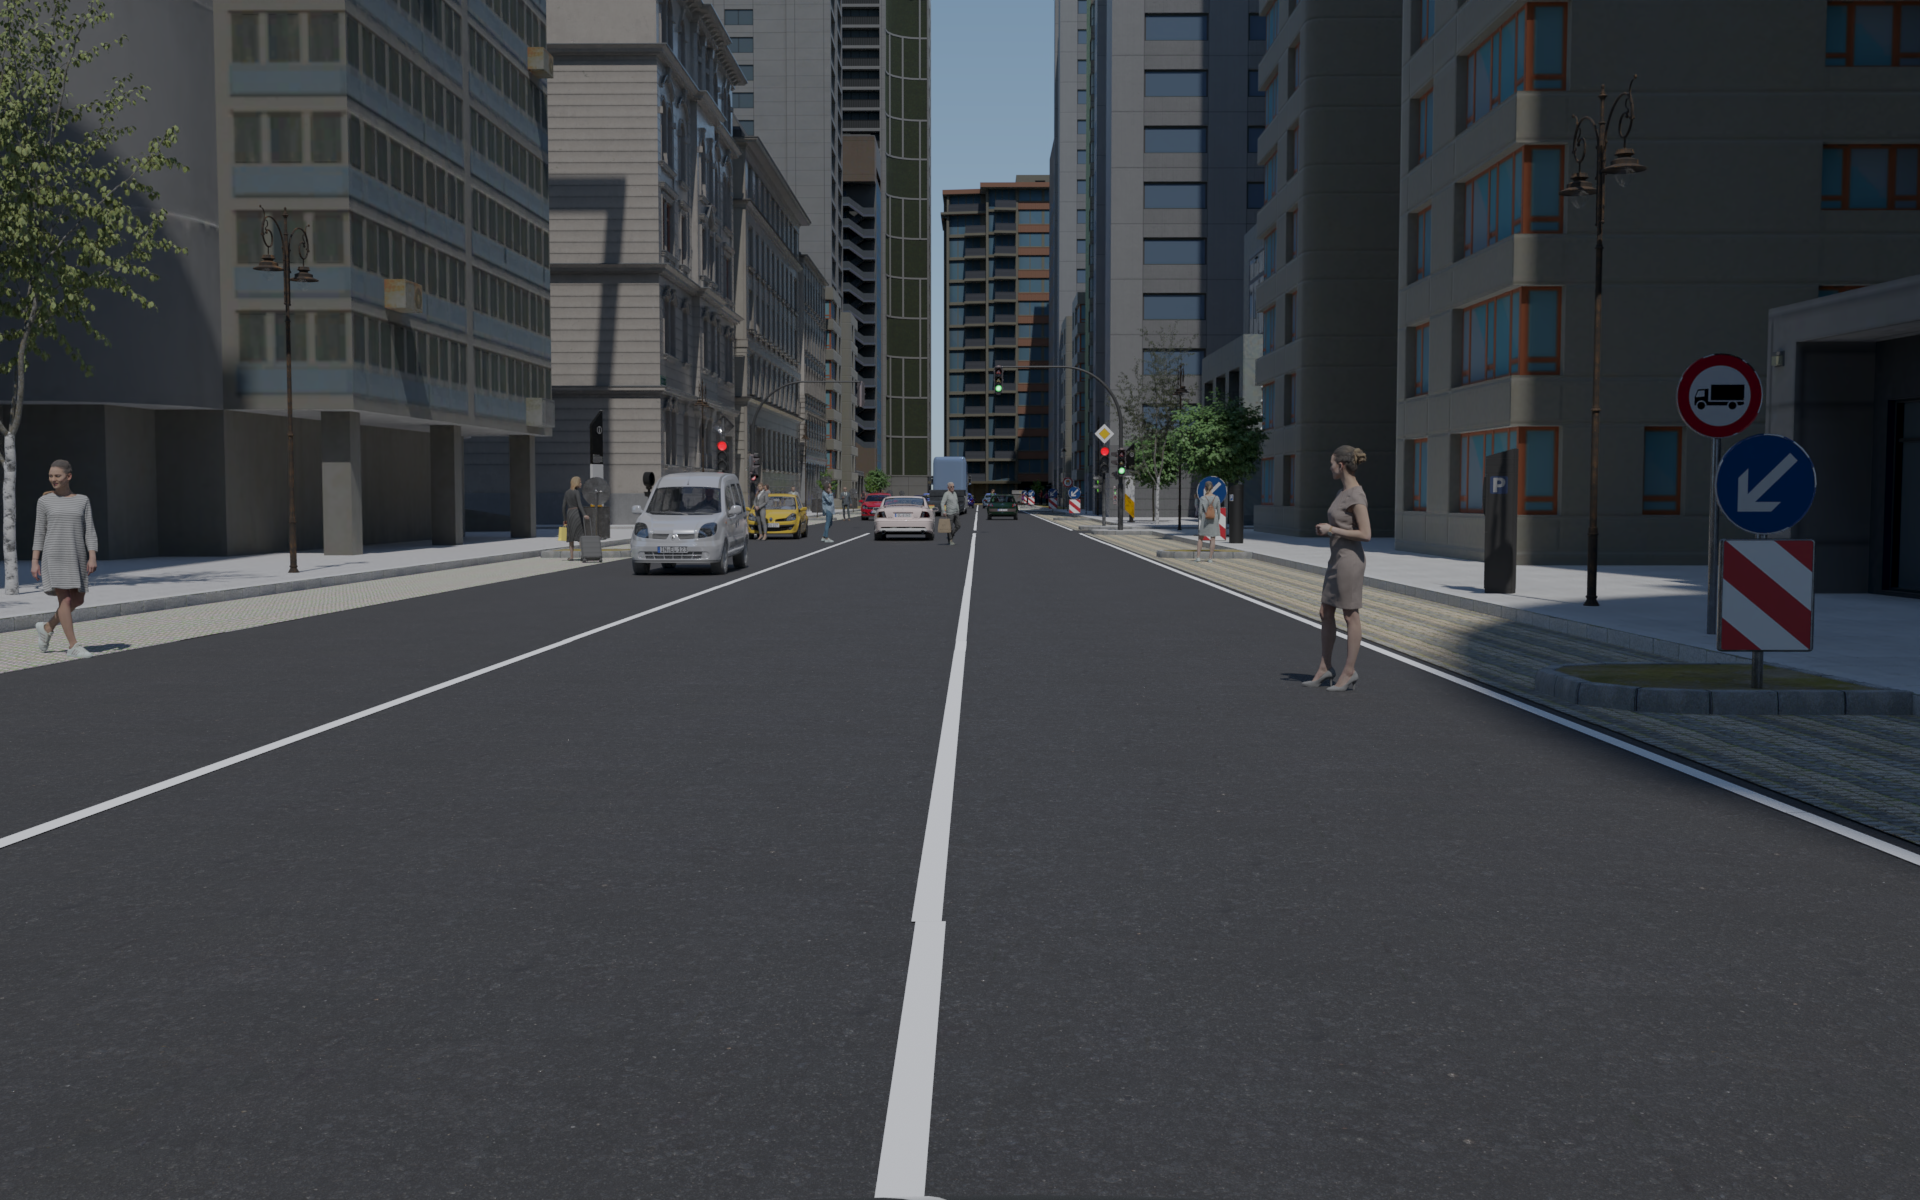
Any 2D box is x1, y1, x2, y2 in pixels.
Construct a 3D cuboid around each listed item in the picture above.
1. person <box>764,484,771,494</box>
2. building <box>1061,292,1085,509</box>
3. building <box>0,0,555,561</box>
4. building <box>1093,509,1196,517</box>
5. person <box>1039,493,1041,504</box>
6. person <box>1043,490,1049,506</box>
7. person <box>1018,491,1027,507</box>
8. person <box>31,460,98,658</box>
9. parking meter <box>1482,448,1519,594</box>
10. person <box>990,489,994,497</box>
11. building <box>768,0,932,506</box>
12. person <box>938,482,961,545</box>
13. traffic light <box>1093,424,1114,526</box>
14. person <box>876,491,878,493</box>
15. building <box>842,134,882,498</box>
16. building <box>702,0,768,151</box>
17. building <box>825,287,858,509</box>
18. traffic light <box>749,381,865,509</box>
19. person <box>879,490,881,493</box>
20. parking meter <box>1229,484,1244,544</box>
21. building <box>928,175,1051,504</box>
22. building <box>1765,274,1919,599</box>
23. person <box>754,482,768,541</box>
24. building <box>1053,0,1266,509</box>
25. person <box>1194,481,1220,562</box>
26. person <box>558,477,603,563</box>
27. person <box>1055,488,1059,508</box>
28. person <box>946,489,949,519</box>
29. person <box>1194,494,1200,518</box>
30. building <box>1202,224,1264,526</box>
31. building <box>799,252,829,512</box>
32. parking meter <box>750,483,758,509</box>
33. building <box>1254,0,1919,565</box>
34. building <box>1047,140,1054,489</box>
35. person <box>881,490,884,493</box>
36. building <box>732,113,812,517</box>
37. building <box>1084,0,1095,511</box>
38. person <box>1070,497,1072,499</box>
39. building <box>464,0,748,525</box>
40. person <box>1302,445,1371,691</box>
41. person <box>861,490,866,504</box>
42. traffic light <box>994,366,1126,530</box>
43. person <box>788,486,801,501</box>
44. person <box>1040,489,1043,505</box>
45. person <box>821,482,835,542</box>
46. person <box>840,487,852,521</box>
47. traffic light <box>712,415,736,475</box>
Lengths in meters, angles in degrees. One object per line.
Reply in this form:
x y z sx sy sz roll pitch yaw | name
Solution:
-9.901 -4.949 87.311 0.716 1.782 0.532 3 4 37 | person
24.017 -19.424 162.620 27.650 21.520 28.899 0 4 1 | building
-23.782 -21.557 44.339 23.993 40.220 32.217 0 4 1 | building
18.867 -34.578 107.345 21.231 58.520 28.212 0 4 1 | building
9.693 -12.452 211.098 0.415 1.643 0.593 -3 5 -44 | person
9.324 -11.034 187.134 0.721 1.739 1.217 2 4 35 | person
7.006 -11.180 191.977 1.217 1.739 0.721 1 4 16 | person
-7.924 -0.367 15.245 0.760 1.731 0.466 1 4 23 | person
6.975 -1.019 22.378 0.399 1.863 0.255 2 4 33 | parking meter
2.487 -7.500 131.370 0.529 1.795 0.600 2 4 35 | person
-14.481 -48.995 239.322 20.611 71.187 20.563 0 4 1 | building
-0.329 -2.433 48.759 0.515 1.767 0.782 3 4 38 | person
5.761 -4.924 69.426 0.839 4.253 0.868 0 4 1 | traffic light
-9.492 -11.580 196.192 1.217 1.723 0.721 3 4 38 | person
-17.035 -34.357 211.843 14.200 45.320 14.600 0 4 1 | building
-20.731 -45.529 182.653 20.563 71.187 20.611 0 4 1 | building
-24.247 -19.233 159.498 27.650 21.520 28.899 0 4 1 | building
-6.206 -5.805 69.577 4.771 5.953 1.251 0 4 1 | traffic light
-7.481 -9.406 162.243 1.348 1.831 0.705 -2 4 -28 | person
7.185 -2.238 45.006 0.372 1.533 0.369 0 3 0 | parking meter
10.261 -35.819 240.261 28.867 44.769 22.147 0 4 1 | building
20.792 -35.005 10.584 20.563 71.187 20.611 0 4 1 | building
-6.180 -2.733 53.455 0.520 1.790 0.573 1 4 16 | person
20.784 -39.650 190.282 21.231 58.520 28.212 0 4 1 | building
5.184 -1.627 36.104 0.512 1.701 0.522 0 4 -6 | person
-7.998 -1.691 36.362 0.699 1.804 1.509 -1 4 -23 | person
8.870 -9.460 160.848 0.705 1.807 1.348 3 4 38 | person
-0.443 -4.894 88.703 0.709 1.800 0.728 -3 5 -44 | person
12.730 -5.048 92.854 0.394 1.301 0.425 -1 4 -15 | person
27.028 -46.838 78.469 31.000 86.520 22.319 0 4 1 | building
-15.758 -17.436 134.235 9.793 20.994 18.267 0 4 1 | building
-10.018 -4.816 84.458 0.399 1.863 0.255 0 4 7 | parking meter
23.837 -12.215 44.762 27.650 21.520 28.899 0 4 1 | building
18.078 -34.364 211.960 14.600 45.320 14.200 0 4 1 | building
-9.148 -12.256 206.942 0.721 1.766 1.217 1 4 17 | person
-18.859 -16.910 109.756 16.112 22.955 30.059 0 4 1 | building
16.854 -27.731 136.991 14.154 41.232 14.086 0 4 1 | building
8.560 -7.573 130.286 0.576 1.772 0.534 1 4 15 | person
-18.462 -18.056 82.599 14.401 28.519 23.554 0 4 1 | building
2.748 -0.230 12.603 0.374 1.781 0.599 0 4 -6 | person
-9.118 -9.567 163.933 0.415 1.643 0.593 3 5 39 | person
3.581 -5.300 61.323 4.771 5.953 1.251 0 4 1 | traffic light
-7.927 -4.538 82.809 0.709 1.813 0.853 -1 4 -11 | person
9.379 -11.868 200.019 0.705 1.831 1.348 0 4 6 | person
-3.945 -2.615 51.517 0.793 1.790 0.793 -2 4 -28 | person
-6.105 -5.132 92.585 0.661 1.801 0.590 -1 4 -8 | person
-8.387 -4.444 61.580 0.839 4.253 0.868 0 4 1 | traffic light
